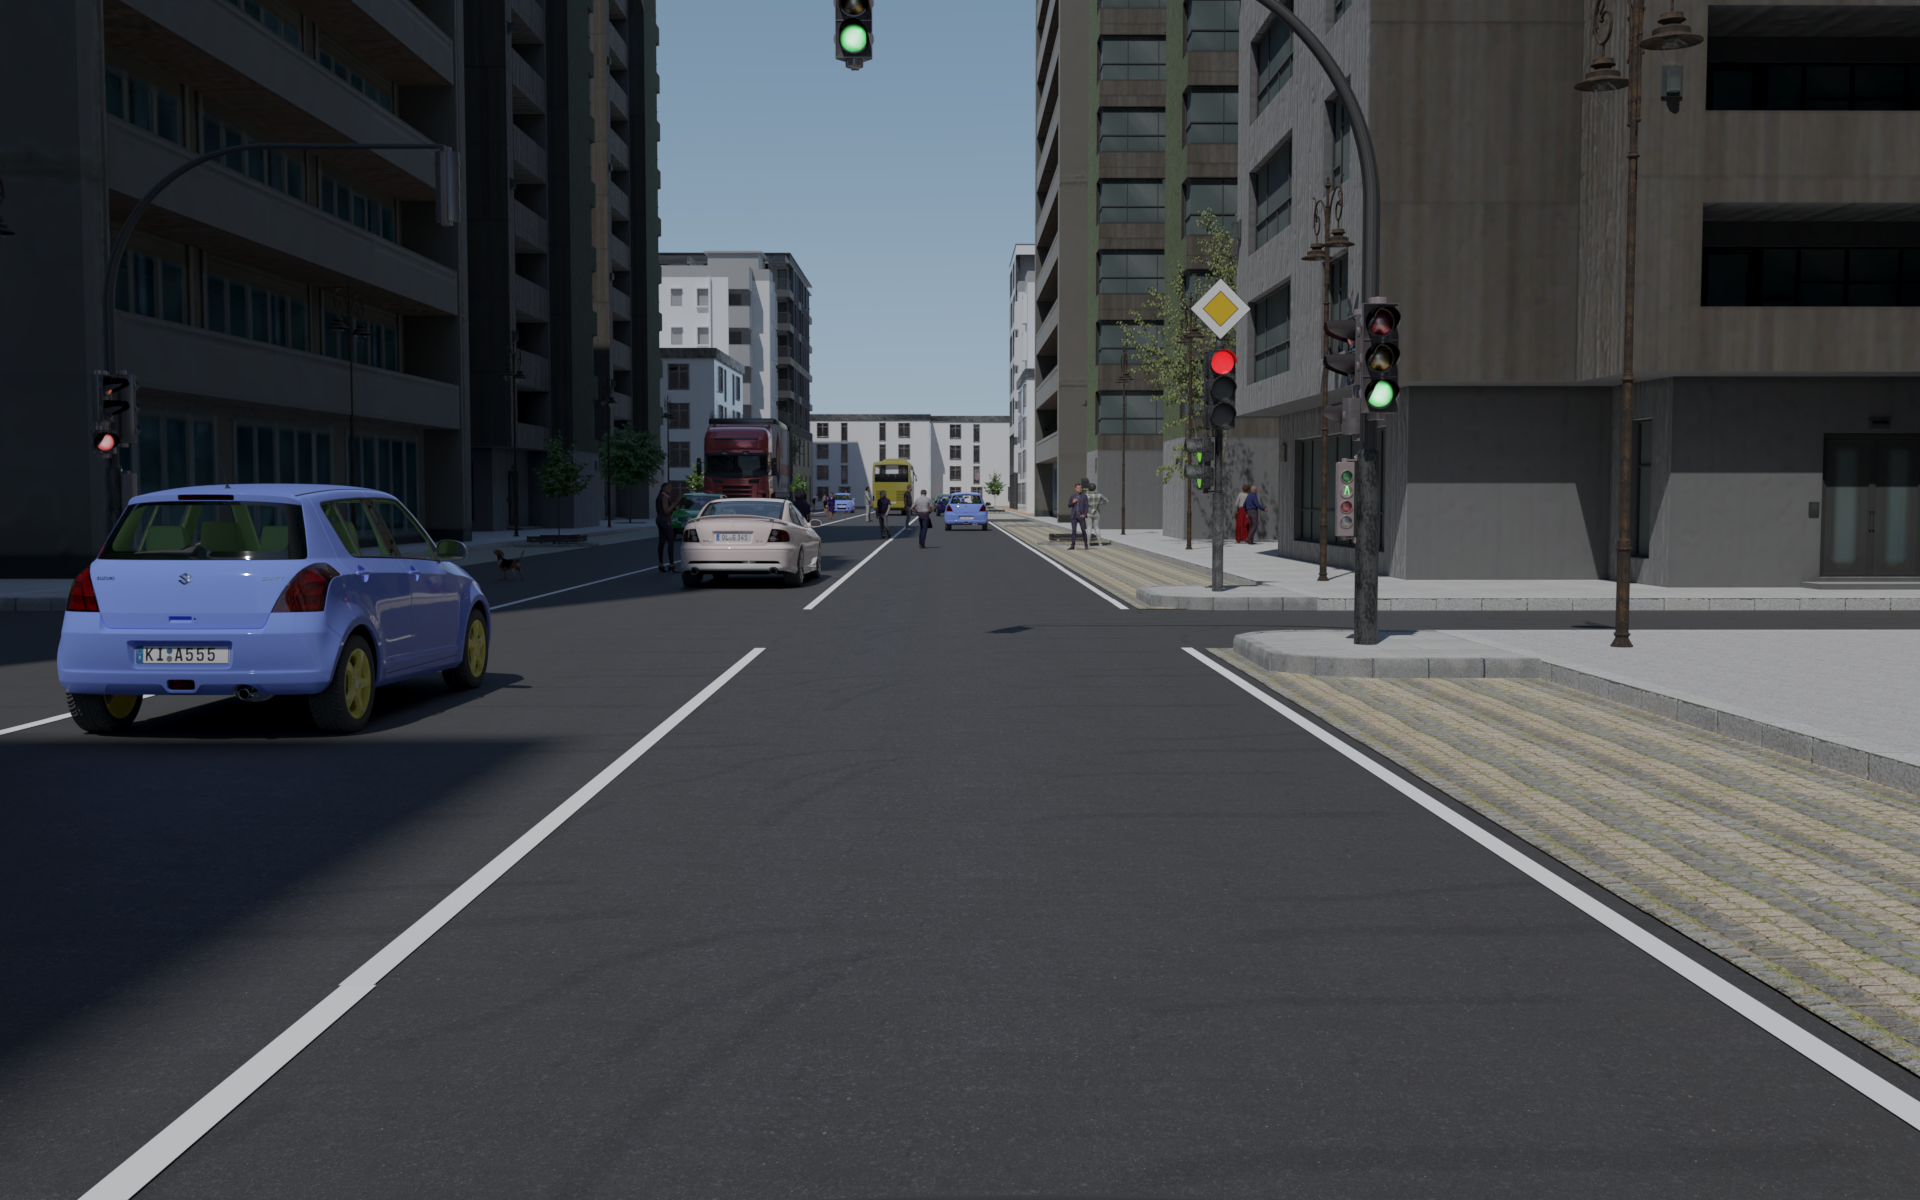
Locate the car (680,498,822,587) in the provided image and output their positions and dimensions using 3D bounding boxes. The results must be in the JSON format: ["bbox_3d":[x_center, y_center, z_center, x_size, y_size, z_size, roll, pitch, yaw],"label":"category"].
[{"bbox_3d":[-3.340,-0.966,28.158,2.083,1.381,4.827,0,4,1],"label":"car"}]

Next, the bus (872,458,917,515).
[{"bbox_3d":[-4.507,-7.808,119.206,2.896,3.916,12.252,0,4,0],"label":"bus"}]

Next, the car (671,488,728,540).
[{"bbox_3d":[-8.217,-2.840,55.226,1.959,1.807,4.718,0,4,1],"label":"car"}]

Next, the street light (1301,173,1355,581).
[{"bbox_3d":[5.359,-3.217,25.391,0.468,5.910,1.993,0,4,0],"label":"street light"}]

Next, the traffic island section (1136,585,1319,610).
[{"bbox_3d":[3.413,-0.033,22.815,2.009,0.180,2.903,0,4,0],"label":"traffic island section"}]

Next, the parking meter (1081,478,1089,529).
[{"bbox_3d":[4.580,-3.527,63.384,0.255,1.863,0.399,0,4,-3],"label":"parking meter"}]

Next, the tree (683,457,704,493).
[{"bbox_3d":[-13.722,-5.873,90.628,1.663,3.219,1.824,0,3,0],"label":"tree"}]

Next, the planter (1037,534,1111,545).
[{"bbox_3d":[3.185,-1.700,48.941,1.991,0.319,1.994,0,4,0],"label":"planter"}]

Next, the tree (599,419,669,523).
[{"bbox_3d":[-14.529,-5.659,76.234,4.285,4.588,4.351,0,3,0],"label":"tree"}]

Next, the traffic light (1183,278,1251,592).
[{"bbox_3d":[3.372,-2.066,22.700,0.839,4.253,0.868,0,4,0],"label":"traffic light"}]

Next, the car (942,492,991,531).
[{"bbox_3d":[0.262,-3.612,68.654,1.945,1.707,3.694,0,4,1],"label":"car"}]

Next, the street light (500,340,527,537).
[{"bbox_3d":[-13.396,-4.852,52.126,0.468,5.910,1.993,0,4,0],"label":"street light"}]

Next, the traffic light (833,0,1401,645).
[{"bbox_3d":[1.349,-2.440,14.557,4.771,5.953,1.251,0,4,0],"label":"traffic light"}]

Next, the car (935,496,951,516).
[{"bbox_3d":[-0.684,-6.159,113.286,1.945,1.354,3.894,0,4,0],"label":"car"}]

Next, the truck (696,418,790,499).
[{"bbox_3d":[-8.104,-4.728,66.214,2.839,4.237,11.283,0,4,-2],"label":"truck"}]

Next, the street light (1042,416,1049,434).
[{"bbox_3d":[4.771,-7.628,97.510,0.468,5.910,1.993,0,4,0],"label":"street light"}]

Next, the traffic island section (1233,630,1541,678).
[{"bbox_3d":[3.480,0.456,14.830,2.009,0.180,2.903,0,4,0],"label":"traffic island section"}]

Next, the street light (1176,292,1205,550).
[{"bbox_3d":[5.289,-4.100,39.815,0.468,5.910,1.993,0,4,0],"label":"street light"}]

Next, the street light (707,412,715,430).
[{"bbox_3d":[-13.629,-7.499,95.398,0.468,5.910,1.993,0,4,0],"label":"street light"}]

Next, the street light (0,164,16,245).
[{"bbox_3d":[-13.009,-3.058,22.790,0.468,5.910,1.993,0,4,0],"label":"street light"}]

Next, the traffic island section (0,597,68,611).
[{"bbox_3d":[-11.068,-0.025,22.697,2.009,0.180,2.903,0,4,0],"label":"traffic island section"}]

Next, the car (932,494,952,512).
[{"bbox_3d":[-1.189,-7.754,138.571,2.131,1.459,4.920,0,4,0],"label":"car"}]

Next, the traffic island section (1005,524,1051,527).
[{"bbox_3d":[2.963,-3.243,75.890,1.991,0.108,1.994,0,4,0],"label":"traffic island section"}]

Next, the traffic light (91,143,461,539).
[{"bbox_3d":[-8.937,-2.933,22.616,4.771,5.953,1.251,0,4,0],"label":"traffic light"}]

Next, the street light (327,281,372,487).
[{"bbox_3d":[-13.242,-3.970,37.702,0.468,5.910,1.993,0,4,0],"label":"street light"}]

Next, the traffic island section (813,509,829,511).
[{"bbox_3d":[-11.842,-7.874,151.606,1.991,0.108,1.994,0,4,0],"label":"traffic island section"}]

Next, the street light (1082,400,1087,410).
[{"bbox_3d":[5.112,-5.864,68.663,0.468,5.910,1.993,0,4,0],"label":"street light"}]

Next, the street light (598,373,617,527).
[{"bbox_3d":[-13.507,-5.735,66.550,0.468,5.910,1.993,0,4,0],"label":"street light"}]

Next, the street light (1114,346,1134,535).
[{"bbox_3d":[5.127,-4.982,54.239,0.468,5.910,1.993,0,4,0],"label":"street light"}]

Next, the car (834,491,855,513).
[{"bbox_3d":[-8.846,-7.408,130.714,1.945,1.707,3.694,0,4,-1],"label":"car"}]

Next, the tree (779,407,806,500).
[{"bbox_3d":[-14.504,-11.822,143.657,4.360,8.622,3.978,0,3,0],"label":"tree"}]

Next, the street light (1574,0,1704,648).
[{"bbox_3d":[5.558,-2.543,14.370,0.468,5.910,1.993,0,4,0],"label":"street light"}]

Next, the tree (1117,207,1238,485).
[{"bbox_3d":[6.380,-5.704,43.625,4.737,8.622,4.395,0,3,0],"label":"tree"}]

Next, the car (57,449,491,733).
[{"bbox_3d":[-4.412,-0.128,11.688,1.945,1.707,3.694,0,4,1],"label":"car"}]

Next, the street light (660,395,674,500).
[{"bbox_3d":[-13.637,-6.617,80.973,0.468,5.910,1.993,0,4,0],"label":"street light"}]
